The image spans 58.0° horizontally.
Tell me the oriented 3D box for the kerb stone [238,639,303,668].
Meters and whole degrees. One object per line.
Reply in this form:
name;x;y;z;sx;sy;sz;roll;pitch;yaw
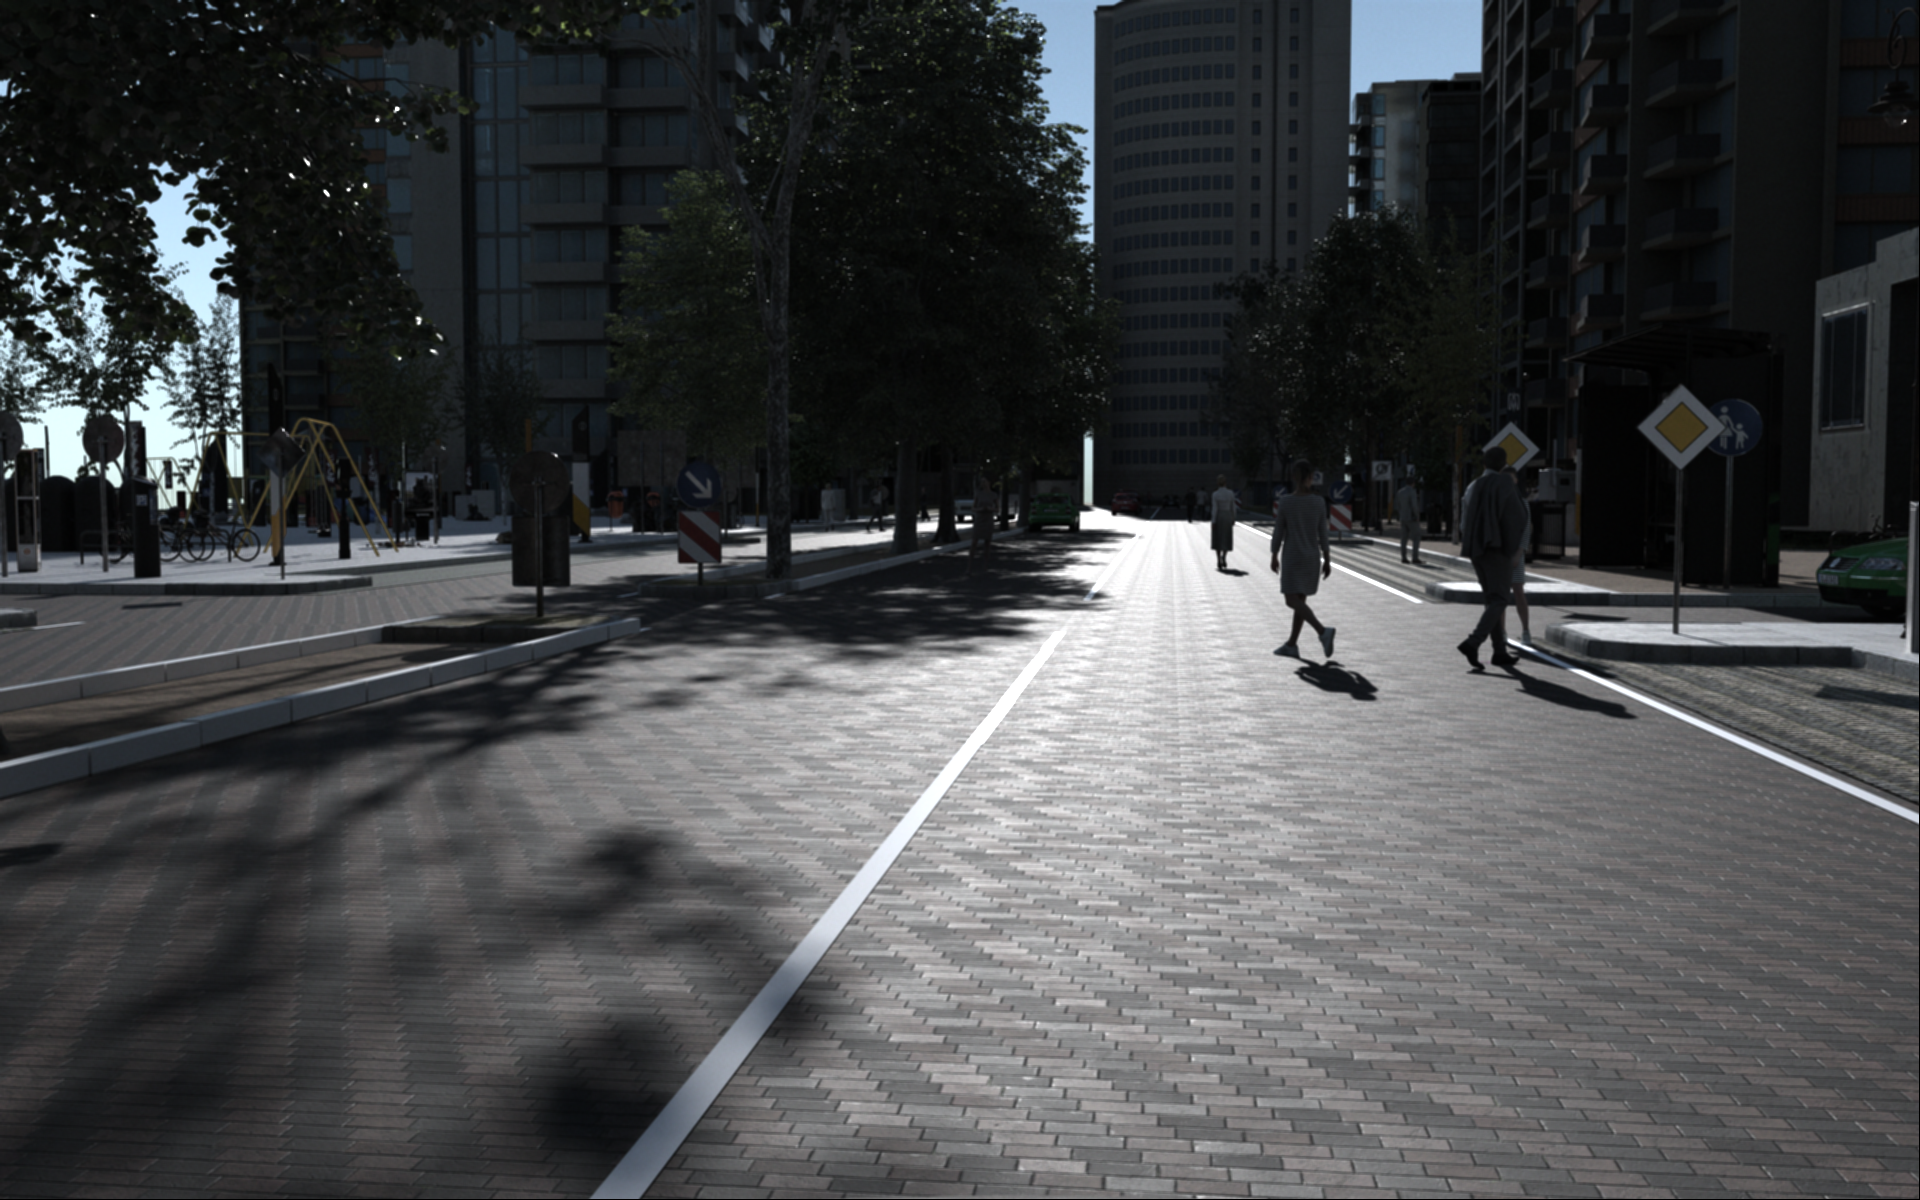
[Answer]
kerb stone;-5.888;0.461;14.653;0.120;0.150;1.000;0;4;7

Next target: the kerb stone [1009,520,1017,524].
kerb stone;2.575;-3.800;84.361;0.120;0.150;1.000;0;4;7

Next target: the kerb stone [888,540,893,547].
kerb stone;-1.994;-1.500;46.727;0.120;0.150;1.000;0;4;7

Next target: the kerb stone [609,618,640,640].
kerb stone;-3.433;0.295;17.461;0.120;0.150;1.000;0;4;7

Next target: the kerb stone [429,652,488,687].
kerb stone;-3.926;0.539;13.385;0.120;0.150;1.000;0;4;7

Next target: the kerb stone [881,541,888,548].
kerb stone;-2.116;-1.438;45.712;0.120;0.150;1.000;0;4;7

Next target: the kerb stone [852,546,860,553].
kerb stone;-2.612;-1.186;41.650;0.120;0.150;1.000;0;4;7

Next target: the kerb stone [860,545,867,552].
kerb stone;-2.487;-1.245;42.665;0.120;0.150;1.000;0;4;7

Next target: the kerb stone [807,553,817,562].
kerb stone;-3.233;-0.875;36.546;0.120;0.150;1.000;0;4;7

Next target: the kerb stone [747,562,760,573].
kerb stone;-3.849;-0.567;31.464;0.120;0.150;1.000;0;4;7

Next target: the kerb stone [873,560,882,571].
kerb stone;-1.646;-0.613;32.220;0.120;0.150;1.000;0;4;7

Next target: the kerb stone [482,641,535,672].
kerb stone;-3.801;0.477;14.403;0.120;0.150;1.000;0;4;7

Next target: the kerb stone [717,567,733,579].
kerb stone;-4.089;-0.441;29.434;0.120;0.150;1.000;0;4;7

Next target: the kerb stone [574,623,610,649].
kerb stone;-3.561;0.355;16.436;0.120;0.150;1.000;0;4;7

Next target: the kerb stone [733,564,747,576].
kerb stone;-3.976;-0.505;30.449;0.120;0.150;1.000;0;4;7

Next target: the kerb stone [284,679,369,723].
kerb stone;-4.179;0.664;11.346;0.120;0.150;1.000;0;4;7

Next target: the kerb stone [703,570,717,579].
kerb stone;-4.215;-0.376;28.416;0.120;0.150;1.000;0;4;7

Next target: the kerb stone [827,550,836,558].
kerb stone;-2.984;-0.997;38.588;0.120;0.150;1.000;0;4;7

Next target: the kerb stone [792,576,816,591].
kerb stone;-2.378;-0.240;26.123;0.120;0.150;1.000;0;4;7

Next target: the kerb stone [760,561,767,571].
kerb stone;-3.724;-0.629;32.486;0.120;0.150;1.000;0;4;7

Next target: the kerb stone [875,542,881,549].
kerb stone;-2.239;-1.376;44.697;0.120;0.150;1.000;0;4;7

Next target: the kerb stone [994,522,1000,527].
kerb stone;1.716;-3.364;77.242;0.120;0.150;1.000;0;4;7

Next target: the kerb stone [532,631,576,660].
kerb stone;-3.671;0.418;15.417;0.120;0.150;1.000;0;4;7

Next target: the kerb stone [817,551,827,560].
kerb stone;-3.105;-0.940;37.568;0.120;0.150;1.000;0;4;7

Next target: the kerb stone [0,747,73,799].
kerb stone;-4.540;0.854;8.296;0.120;0.150;1.000;0;4;7

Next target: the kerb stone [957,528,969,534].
kerb stone;0.104;-2.559;64.032;0.120;0.150;1.000;0;4;7

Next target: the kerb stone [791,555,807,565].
kerb stone;-3.359;-0.814;35.531;0.120;0.150;1.000;0;4;7

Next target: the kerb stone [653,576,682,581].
kerb stone;-4.464;-0.256;26.375;0.120;0.150;1.000;0;4;7

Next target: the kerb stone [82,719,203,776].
kerb stone;-4.416;0.796;9.311;0.120;0.150;1.000;0;4;7

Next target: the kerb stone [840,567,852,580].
kerb stone;-2.013;-0.427;29.176;0.120;0.150;1.000;0;4;7

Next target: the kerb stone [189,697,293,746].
kerb stone;-4.301;0.727;10.326;0.120;0.150;1.000;0;4;7

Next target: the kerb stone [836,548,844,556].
kerb stone;-2.860;-1.065;39.609;0.120;0.150;1.000;0;4;7

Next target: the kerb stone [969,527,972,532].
kerb stone;0.232;-2.621;65.046;0.120;0.150;1.000;0;4;7

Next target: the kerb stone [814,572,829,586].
kerb stone;-2.256;-0.303;27.144;0.120;0.150;1.000;0;4;7

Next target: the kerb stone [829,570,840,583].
kerb stone;-2.138;-0.358;28.160;0.120;0.150;1.000;0;4;7

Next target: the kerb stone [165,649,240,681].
kerb stone;-6.017;0.527;13.639;0.120;0.150;1.000;0;4;7

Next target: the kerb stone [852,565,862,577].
kerb stone;-1.896;-0.489;30.191;0.120;0.150;1.000;0;4;7

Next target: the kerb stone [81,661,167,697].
kerb stone;-6.138;0.587;12.616;0.120;0.150;1.000;0;4;7

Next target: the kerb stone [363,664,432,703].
kerb stone;-4.055;0.601;12.365;0.120;0.150;1.000;0;4;7

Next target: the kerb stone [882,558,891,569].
kerb stone;-1.513;-0.675;33.234;0.120;0.150;1.000;0;4;7

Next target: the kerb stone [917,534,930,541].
kerb stone;-1.128;-1.927;53.855;0.120;0.150;1.000;0;4;7

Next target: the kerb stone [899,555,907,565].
kerb stone;-1.273;-0.793;35.275;0.120;0.150;1.000;0;4;7

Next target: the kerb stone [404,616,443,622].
kerb stone;-5.518;0.275;17.700;0.120;0.150;1.000;0;4;7

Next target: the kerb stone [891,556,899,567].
kerb stone;-1.395;-0.736;34.255;0.120;0.150;1.000;0;4;7

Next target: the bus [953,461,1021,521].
bus;1.463;-6.070;94.108;2.948;3.499;13.247;0;4;8

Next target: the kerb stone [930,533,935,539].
kerb stone;-1.005;-1.999;54.874;0.120;0.150;1.000;0;4;7

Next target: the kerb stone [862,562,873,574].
kerb stone;-1.758;-0.551;31.204;0.120;0.150;1.000;0;4;7

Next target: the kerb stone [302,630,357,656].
kerb stone;-5.767;0.403;15.668;0.120;0.150;1.000;0;4;7

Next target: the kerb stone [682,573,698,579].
kerb stone;-4.338;-0.313;27.392;0.120;0.150;1.000;0;4;7

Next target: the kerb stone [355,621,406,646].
kerb stone;-5.644;0.339;16.686;0.120;0.150;1.000;0;4;7

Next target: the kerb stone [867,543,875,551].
kerb stone;-2.360;-1.310;43.682;0.120;0.150;1.000;0;4;7

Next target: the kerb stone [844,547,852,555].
kerb stone;-2.738;-1.127;40.629;0.120;0.150;1.000;0;4;7

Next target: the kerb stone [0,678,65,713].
kerb stone;-6.258;0.648;11.600;0.120;0.150;1.000;0;4;7
